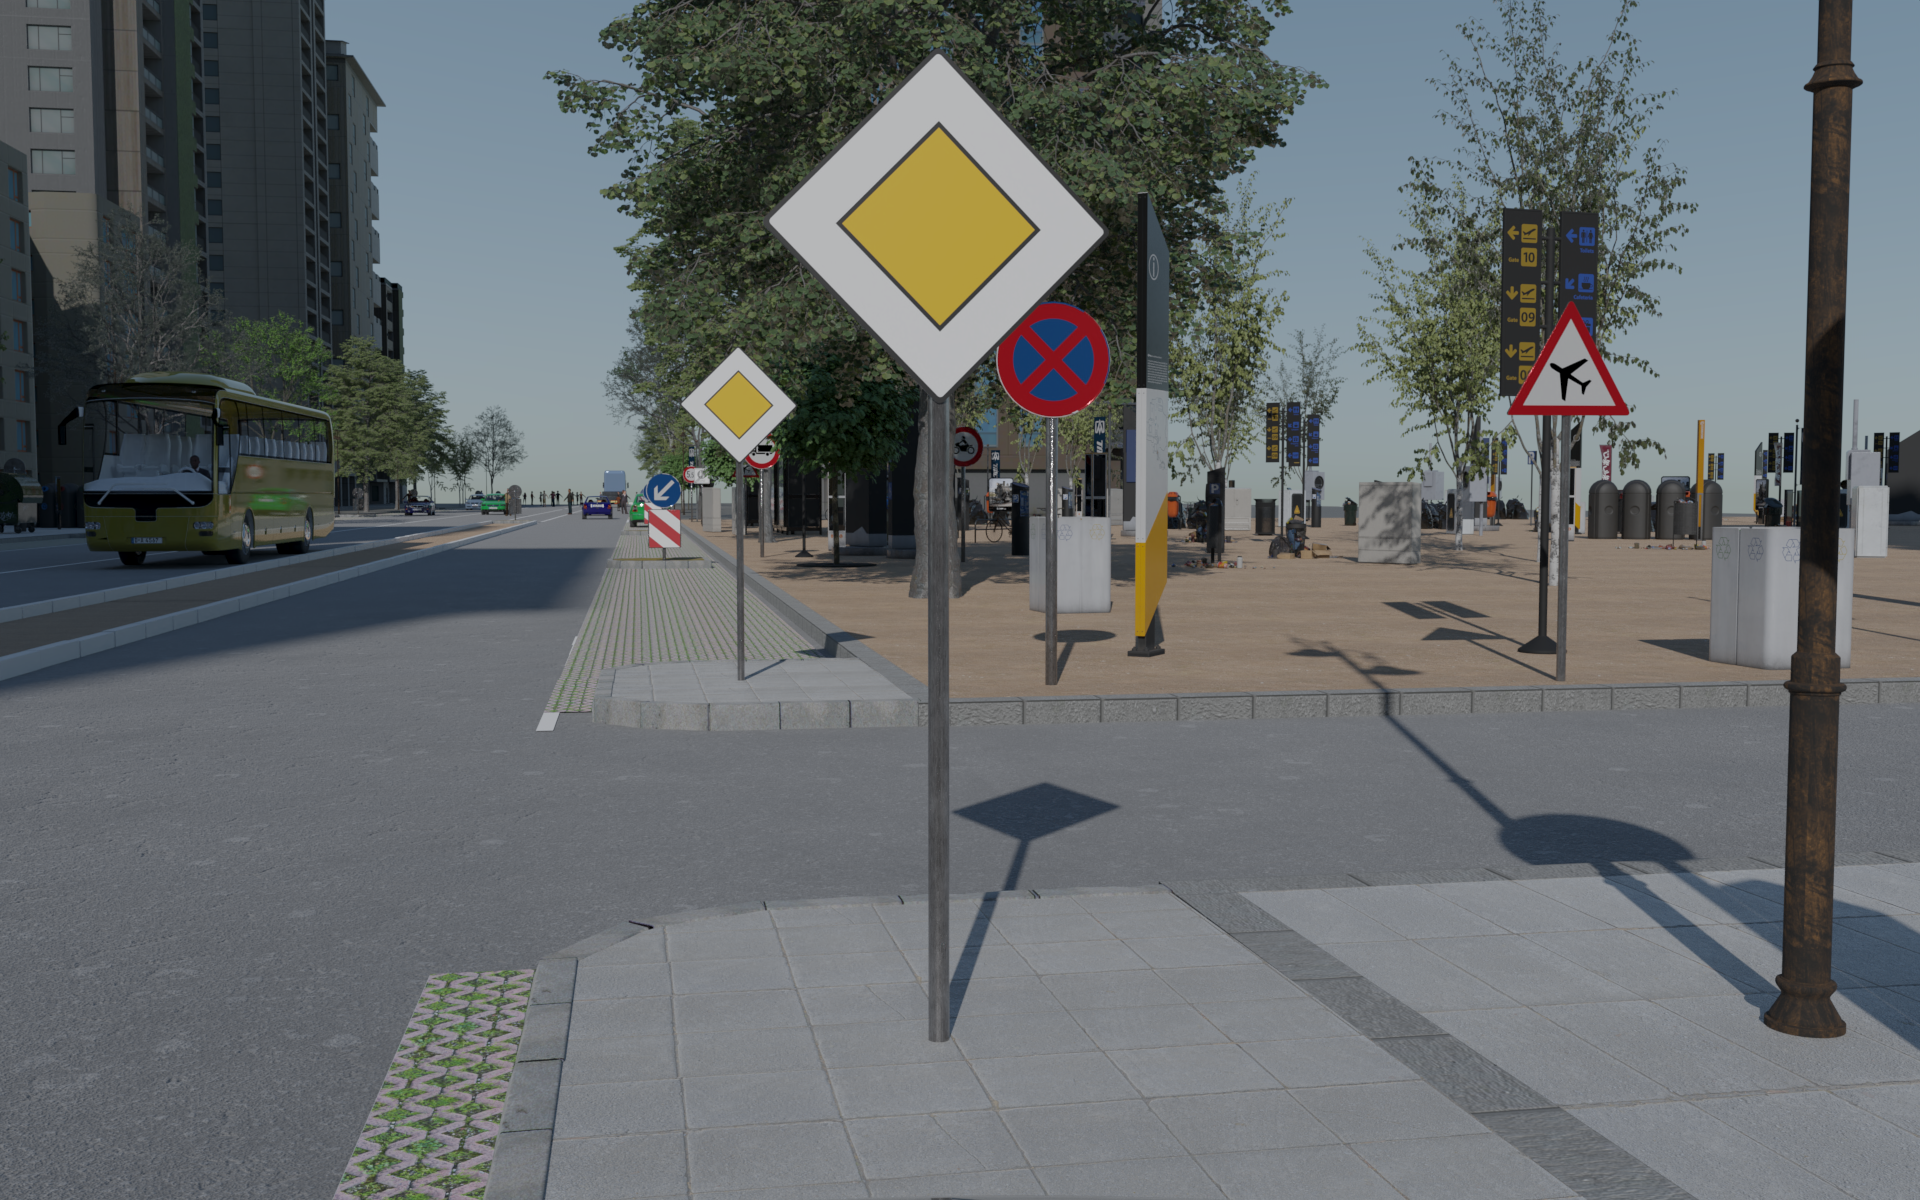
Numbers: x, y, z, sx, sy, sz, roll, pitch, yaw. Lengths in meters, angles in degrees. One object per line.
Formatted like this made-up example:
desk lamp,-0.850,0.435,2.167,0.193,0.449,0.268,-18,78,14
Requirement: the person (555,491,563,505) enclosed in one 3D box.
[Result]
person,-50.973,-12.929,219.514,1.348,1.869,0.705,0,4,-4

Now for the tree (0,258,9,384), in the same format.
tree,-29.104,-6.049,49.272,4.737,8.622,4.395,0,3,0

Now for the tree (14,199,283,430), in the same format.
tree,-34.214,-9.954,73.121,12.009,13.543,11.850,0,3,0

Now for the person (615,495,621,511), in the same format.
person,-28.599,-8.162,145.210,1.065,1.426,0.557,3,5,40

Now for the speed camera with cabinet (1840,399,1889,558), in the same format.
speed camera with cabinet,18.636,-2.521,35.551,0.660,3.252,2.038,1,4,21

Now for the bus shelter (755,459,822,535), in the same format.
bus shelter,-5.426,-4.930,58.234,2.179,5.291,8.768,-1,4,-11

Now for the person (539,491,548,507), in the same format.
person,-45.370,-11.034,188.903,1.348,1.824,0.705,2,4,28

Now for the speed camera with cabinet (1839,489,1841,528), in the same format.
speed camera with cabinet,30.009,-3.919,58.407,2.038,3.252,0.660,0,4,-8

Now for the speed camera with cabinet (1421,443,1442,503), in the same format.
speed camera with cabinet,18.813,-4.431,66.777,0.660,3.252,2.038,-3,5,-39

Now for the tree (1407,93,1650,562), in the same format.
tree,10.967,-5.033,32.650,4.737,8.622,4.395,0,3,0

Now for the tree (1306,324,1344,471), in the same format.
tree,14.706,-7.610,74.785,4.360,8.622,3.978,0,3,0

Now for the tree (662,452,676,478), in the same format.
tree,-8.326,-4.976,65.074,4.285,4.588,4.351,0,3,0

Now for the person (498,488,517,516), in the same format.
person,-29.537,-6.401,113.250,1.348,1.812,0.705,0,4,5

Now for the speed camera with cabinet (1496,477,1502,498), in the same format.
speed camera with cabinet,28.252,-5.967,91.894,0.660,3.252,2.038,2,4,30

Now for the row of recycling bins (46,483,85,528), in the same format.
row of recycling bins,-34.302,-3.783,68.967,1.069,1.692,3.534,2,4,25

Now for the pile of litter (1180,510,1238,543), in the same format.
pile of litter,6.500,-1.959,45.991,1.719,0.858,1.176,3,5,42

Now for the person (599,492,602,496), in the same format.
person,-45.746,-12.914,220.566,0.530,1.710,0.541,0,4,-8

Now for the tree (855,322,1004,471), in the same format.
tree,-0.777,-6.426,55.430,4.360,8.622,3.978,0,3,0

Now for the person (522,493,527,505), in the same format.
person,-54.993,-12.761,218.617,0.593,1.643,0.415,-3,4,-39

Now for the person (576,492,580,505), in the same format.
person,-52.503,-13.992,238.048,0.721,1.735,1.217,1,4,10

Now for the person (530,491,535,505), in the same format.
person,-55.917,-13.335,226.470,0.705,1.831,1.348,0,4,6

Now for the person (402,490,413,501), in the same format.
person,-40.907,-7.327,128.811,1.217,1.766,0.721,-3,5,-42

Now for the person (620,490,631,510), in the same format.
person,-30.244,-8.997,155.623,1.348,1.821,0.705,-2,4,-25

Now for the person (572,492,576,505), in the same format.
person,-49.221,-12.892,220.001,1.217,1.736,0.721,0,4,5

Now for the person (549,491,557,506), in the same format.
person,-49.413,-12.330,210.038,0.705,1.831,1.348,2,4,34

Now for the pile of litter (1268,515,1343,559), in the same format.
pile of litter,6.915,-1.269,34.711,1.719,0.858,1.176,-1,4,-11

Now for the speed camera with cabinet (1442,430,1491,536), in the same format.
speed camera with cabinet,15.836,-3.658,54.149,0.660,3.252,2.038,0,4,-3

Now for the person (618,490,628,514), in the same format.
person,-24.115,-7.014,123.976,0.445,1.727,0.742,3,4,38

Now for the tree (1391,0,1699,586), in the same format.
tree,8.183,-4.491,23.798,4.360,8.622,3.978,0,3,0

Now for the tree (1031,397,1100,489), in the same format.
tree,5.304,-7.876,79.132,4.737,8.622,4.395,0,3,0

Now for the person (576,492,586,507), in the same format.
person,-42.932,-11.438,196.338,1.217,1.723,0.721,-1,4,-23

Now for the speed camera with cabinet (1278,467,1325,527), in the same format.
speed camera with cabinet,13.322,-4.474,67.479,2.038,3.252,0.660,-3,4,-37

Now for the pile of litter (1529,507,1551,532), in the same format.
pile of litter,19.882,-2.732,58.633,1.176,0.858,1.719,1,4,21

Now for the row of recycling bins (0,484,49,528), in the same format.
row of recycling bins,-39.101,-3.923,71.254,3.534,1.692,1.069,2,4,33

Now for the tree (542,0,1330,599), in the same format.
tree,-0.193,-7.005,21.180,9.857,13.997,8.962,0,3,0

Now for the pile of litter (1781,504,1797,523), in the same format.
pile of litter,37.535,-3.940,78.391,1.719,0.858,1.176,-3,4,-36

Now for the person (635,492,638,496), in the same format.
person,-44.202,-13.952,237.328,0.721,1.736,1.217,1,4,15

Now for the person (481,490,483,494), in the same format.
person,-53.231,-11.288,192.924,0.709,1.838,0.599,1,4,15

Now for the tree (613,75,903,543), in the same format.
tree,-5.108,-7.756,44.936,7.486,12.596,7.792,0,3,0

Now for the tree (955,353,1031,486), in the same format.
tree,-0.077,-7.850,78.704,4.737,8.622,4.395,0,3,0

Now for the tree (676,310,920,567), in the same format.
tree,-2.138,-2.885,30.878,4.285,4.588,4.351,0,3,0

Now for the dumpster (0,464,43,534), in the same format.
dumpster,-31.090,-3.310,56.605,1.502,2.255,1.985,-1,4,-10

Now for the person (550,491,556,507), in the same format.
person,-46.033,-11.418,195.898,0.721,1.743,1.217,1,4,19

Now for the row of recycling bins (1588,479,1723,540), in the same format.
row of recycling bins,19.645,-2.561,48.986,3.534,1.692,1.069,1,4,18

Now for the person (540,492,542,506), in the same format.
person,-51.367,-12.392,211.904,0.721,1.735,1.217,-1,4,-18

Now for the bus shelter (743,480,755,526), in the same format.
bus shelter,-8.501,-5.836,73.043,2.179,5.291,8.768,-1,4,-11

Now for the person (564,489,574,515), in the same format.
person,-27.371,-6.902,121.365,0.705,1.821,1.348,-3,5,-40

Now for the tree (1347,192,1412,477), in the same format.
tree,11.130,-5.423,39.033,4.737,8.622,4.395,0,3,0

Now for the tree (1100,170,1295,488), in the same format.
tree,5.849,-5.480,39.952,4.737,8.622,4.395,0,3,0

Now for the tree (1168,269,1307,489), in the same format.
tree,8.567,-6.539,57.277,4.360,8.622,3.978,0,3,0

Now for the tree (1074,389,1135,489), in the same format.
tree,6.871,-8.281,85.753,4.360,8.622,3.978,0,3,0
